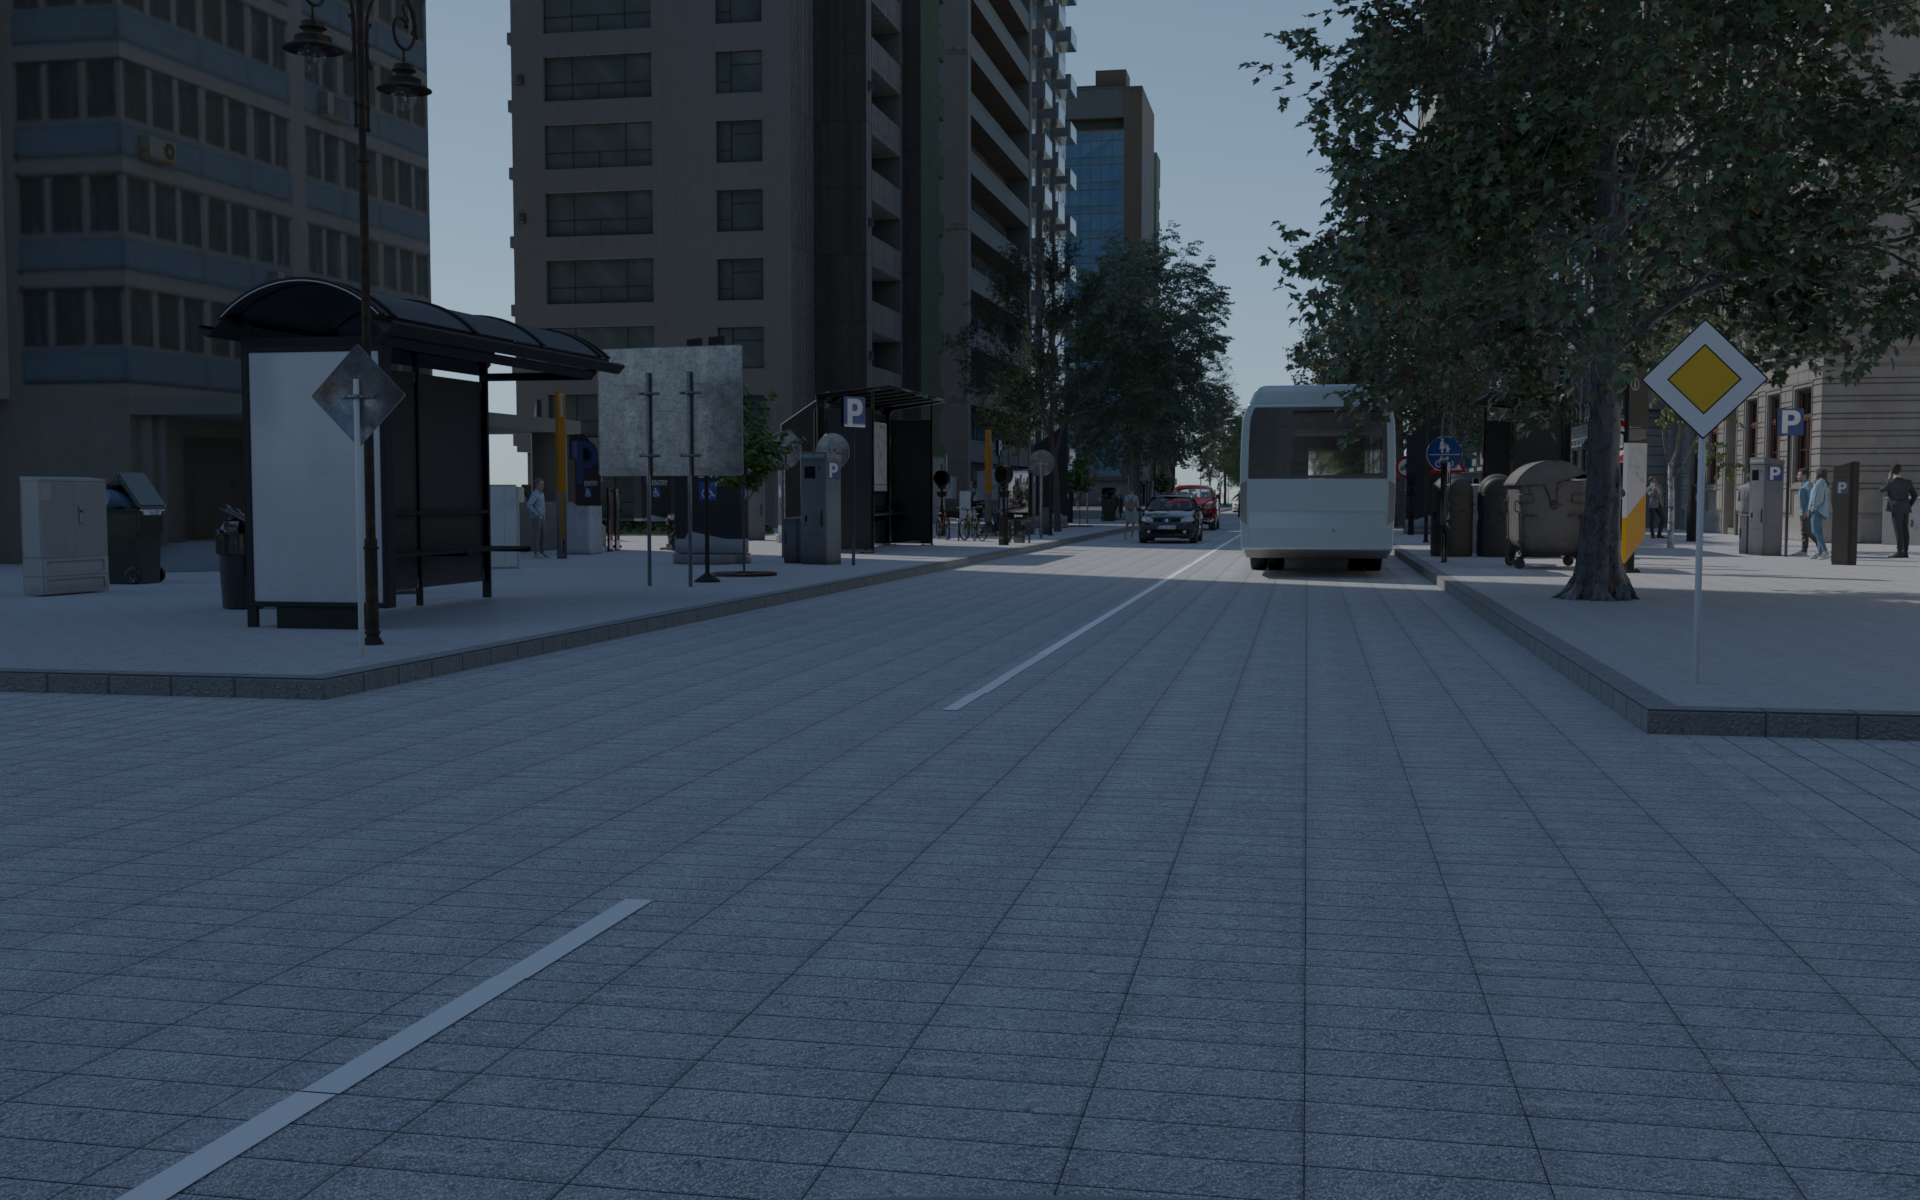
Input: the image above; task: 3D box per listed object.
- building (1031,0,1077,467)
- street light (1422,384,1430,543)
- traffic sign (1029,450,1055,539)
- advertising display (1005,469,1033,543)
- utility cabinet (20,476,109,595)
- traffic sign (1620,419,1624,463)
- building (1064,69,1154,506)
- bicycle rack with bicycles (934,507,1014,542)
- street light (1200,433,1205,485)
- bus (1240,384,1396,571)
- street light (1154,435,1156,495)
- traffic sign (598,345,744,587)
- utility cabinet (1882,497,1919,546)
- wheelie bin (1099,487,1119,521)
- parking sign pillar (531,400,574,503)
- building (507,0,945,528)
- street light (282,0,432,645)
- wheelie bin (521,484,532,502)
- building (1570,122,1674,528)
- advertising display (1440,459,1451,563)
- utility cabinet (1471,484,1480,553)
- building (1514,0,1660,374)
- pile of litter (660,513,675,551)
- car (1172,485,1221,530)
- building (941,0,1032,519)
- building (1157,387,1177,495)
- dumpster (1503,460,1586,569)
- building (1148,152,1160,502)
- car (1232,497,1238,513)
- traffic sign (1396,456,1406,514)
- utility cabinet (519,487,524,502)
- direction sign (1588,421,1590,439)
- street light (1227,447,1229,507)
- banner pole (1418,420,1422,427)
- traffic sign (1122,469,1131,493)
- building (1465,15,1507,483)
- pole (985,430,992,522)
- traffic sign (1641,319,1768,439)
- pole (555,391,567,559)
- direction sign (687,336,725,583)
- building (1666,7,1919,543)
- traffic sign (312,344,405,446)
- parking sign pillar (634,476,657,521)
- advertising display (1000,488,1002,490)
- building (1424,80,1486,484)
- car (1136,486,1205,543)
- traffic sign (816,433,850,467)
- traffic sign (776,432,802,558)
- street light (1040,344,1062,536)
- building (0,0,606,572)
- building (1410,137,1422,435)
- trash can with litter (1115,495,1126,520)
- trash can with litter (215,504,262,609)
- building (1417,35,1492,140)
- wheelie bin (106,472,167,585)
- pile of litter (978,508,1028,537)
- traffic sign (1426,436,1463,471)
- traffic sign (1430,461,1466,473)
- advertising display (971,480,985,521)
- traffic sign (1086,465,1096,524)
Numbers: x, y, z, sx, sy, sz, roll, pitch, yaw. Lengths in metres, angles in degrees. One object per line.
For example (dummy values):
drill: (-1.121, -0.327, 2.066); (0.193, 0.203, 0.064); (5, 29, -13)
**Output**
building: (-3.582, -31.018, 126.761); (23.786, 49.044, 30.456); (1, 4, 11)
street light: (12.316, -4.455, 45.619); (0.468, 5.910, 1.993); (1, 4, 11)
traffic sign: (2.333, -3.040, 49.810); (0.768, 2.556, 0.104); (1, 4, 17)
advertising display: (1.557, -2.456, 45.371); (0.123, 1.923, 0.974); (-2, 4, -35)
utility cabinet: (-11.438, -0.825, 22.169); (0.318, 1.500, 1.173); (1, 4, 13)
traffic sign: (10.911, -1.767, 28.998); (0.768, 2.556, 0.104); (1, 4, 12)
building: (13.421, -32.897, 187.968); (14.600, 45.320, 14.200); (1, 4, 11)
bicycle rack with bicycles: (0.596, -2.111, 47.897); (2.852, 0.926, 2.925); (0, 4, -7)
street light: (17.828, -9.504, 128.185); (0.468, 5.910, 1.993); (1, 4, 11)
bus: (7.335, -2.496, 35.677); (2.948, 3.499, 13.247); (1, 4, 11)
street light: (10.057, -7.133, 89.419); (0.468, 5.910, 1.993); (1, 4, 11)
traffic sign: (-4.033, -1.842, 23.998); (2.265, 3.308, 0.079); (1, 4, 20)
utility cabinet: (23.744, -1.976, 43.472); (0.306, 1.237, 1.020); (-3, 5, -41)
wheelie bin: (7.070, -4.528, 81.948); (0.980, 1.594, 0.693); (0, 4, -8)
parking sign pillar: (-12.107, -3.770, 50.111); (1.447, 3.967, 1.447); (-1, 4, -21)
building: (-8.920, -18.297, 70.864); (14.160, 30.474, 14.107); (1, 4, 11)
street light: (-5.002, -2.556, 14.578); (0.468, 5.910, 1.993); (1, 4, 11)
wheelie bin: (-14.075, -2.952, 56.167); (0.693, 1.594, 0.980); (1, 4, 11)
building: (32.064, -12.759, 73.243); (10.561, 19.102, 19.286); (1, 4, 11)
advertising display: (9.158, -1.680, 32.681); (0.123, 1.923, 0.974); (1, 4, 20)
utility cabinet: (11.045, -1.759, 37.432); (1.173, 1.500, 0.318); (2, 4, 24)
building: (45.047, -27.393, 102.494); (22.147, 44.769, 28.867); (1, 4, 11)
pile of litter: (-6.275, -1.568, 39.609); (1.176, 0.858, 1.719); (-1, 4, -10)
car: (9.434, -3.757, 70.101); (2.281, 1.827, 5.304); (1, 4, 11)
building: (-7.984, -29.202, 101.161); (21.300, 48.544, 21.600); (1, 4, 11)
building: (13.386, -23.282, 225.697); (27.650, 21.520, 28.899); (1, 4, 11)
dumpster: (10.212, -1.493, 30.174); (1.264, 1.857, 1.865); (1, 4, 11)
building: (15.707, -31.751, 202.723); (14.154, 41.232, 14.086); (1, 4, 11)
car: (22.372, -7.529, 135.453); (2.083, 1.381, 4.827); (1, 4, 13)
traffic sign: (14.759, -3.495, 57.249); (0.768, 2.556, 0.104); (1, 4, 14)
utility cabinet: (-13.882, -2.695, 52.744); (1.173, 1.500, 0.318); (0, 4, 1)
direction sign: (19.860, -3.810, 54.294); (0.876, 3.537, 0.379); (-3, 5, -45)
street light: (26.405, -12.087, 170.403); (0.468, 5.910, 1.993); (1, 4, 11)
banner pole: (15.682, -4.204, 58.752); (0.401, 3.779, 0.863); (-1, 4, -11)
traffic sign: (8.582, -5.379, 88.047); (0.768, 2.556, 0.104); (1, 4, 17)
building: (51.489, -31.294, 131.270); (23.786, 49.044, 30.456); (1, 4, 11)
pole: (0.895, -3.730, 54.835); (0.158, 3.312, 0.155); (0, 3, 0)
traffic sign: (4.987, -0.576, 11.609); (0.795, 2.593, 0.064); (1, 4, 11)
pole: (-7.893, -2.472, 34.254); (0.158, 3.312, 0.155); (0, 3, 0)
direction sign: (-3.680, -2.027, 25.136); (0.379, 3.537, 0.876); (-3, 5, -44)
building: (29.227, -13.270, 53.122); (11.583, 22.565, 21.152); (1, 4, 11)
traffic sign: (-4.711, -0.696, 13.569); (0.795, 2.593, 0.064); (1, 4, 11)
parking sign pillar: (-10.551, -4.335, 59.342); (1.447, 3.967, 1.447); (3, 5, 39)
advertising display: (2.347, -5.096, 88.540); (0.974, 1.923, 0.123); (-3, 4, -37)
building: (62.865, -34.761, 192.044); (21.300, 48.544, 21.600); (1, 4, 11)
car: (6.319, -2.564, 51.707); (2.009, 1.686, 4.222); (1, 4, 11)
traffic sign: (-2.674, -2.207, 36.190); (0.768, 2.556, 0.104); (1, 4, 19)
traffic sign: (-3.552, -2.122, 34.797); (0.768, 2.556, 0.104); (1, 4, 16)
street light: (2.795, -4.927, 53.338); (0.468, 5.910, 1.993); (1, 4, 11)
building: (-25.847, -21.151, 37.695); (32.217, 40.220, 23.993); (1, 4, 11)
building: (62.301, -34.273, 210.477); (14.600, 45.320, 14.200); (1, 4, 11)
trash can with litter: (8.059, -4.571, 85.790); (1.678, 1.210, 2.233); (0, 4, 5)
trash can with litter: (-7.811, -0.496, 19.497); (1.055, 1.170, 0.624); (-1, 4, -17)
building: (68.486, -48.215, 226.572); (20.563, 71.187, 20.611); (1, 4, 11)
wheelie bin: (-11.865, -1.032, 24.788); (0.693, 1.594, 0.980); (1, 4, 9)
pile of litter: (1.329, -2.376, 52.812); (1.719, 0.858, 1.176); (0, 4, -1)
traffic sign: (10.666, -2.330, 38.195); (0.768, 2.556, 0.104); (1, 4, 12)
traffic sign: (12.167, -2.642, 43.208); (0.884, 2.594, 0.081); (1, 4, 19)
advertising display: (0.886, -4.643, 81.129); (0.974, 1.923, 0.123); (-3, 5, -43)
traffic sign: (5.528, -4.591, 75.162); (0.768, 2.556, 0.104); (1, 4, 14)
